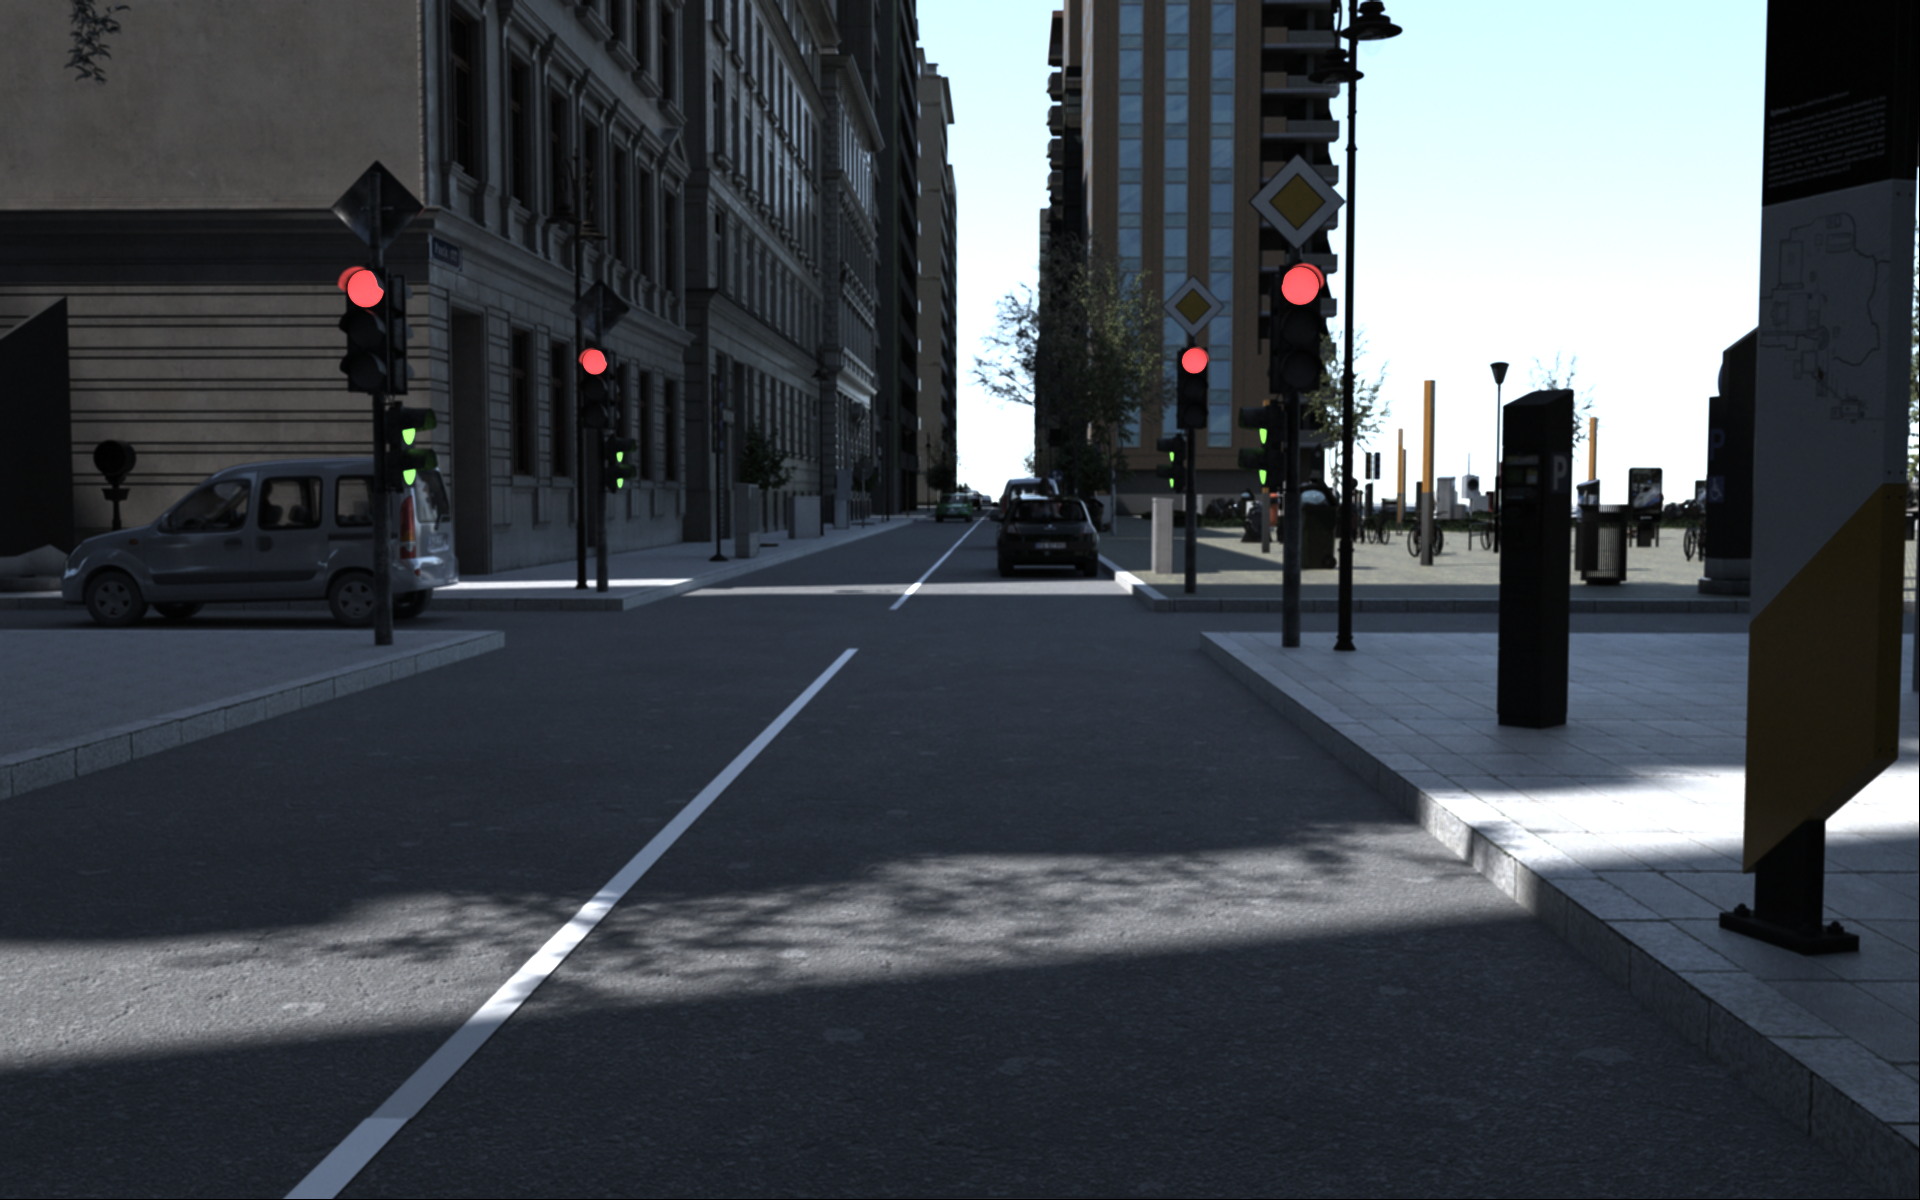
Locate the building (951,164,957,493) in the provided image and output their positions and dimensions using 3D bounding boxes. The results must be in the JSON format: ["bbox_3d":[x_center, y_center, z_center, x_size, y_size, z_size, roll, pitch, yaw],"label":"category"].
[{"bbox_3d":[-11.357,-37.807,241.850,21.300,48.544,21.600,0,4,2],"label":"building"}]

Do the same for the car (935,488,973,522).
[{"bbox_3d":[-0.292,-4.895,88.832,1.959,1.807,4.718,0,4,3],"label":"car"}]

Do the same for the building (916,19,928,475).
[{"bbox_3d":[-14.908,-32.349,148.509,23.786,49.044,30.456,0,4,2],"label":"building"}]

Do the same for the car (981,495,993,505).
[{"bbox_3d":[3.355,-13.484,232.818,2.083,1.381,4.827,0,4,2],"label":"car"}]

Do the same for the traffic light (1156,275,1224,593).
[{"bbox_3d":[2.981,-2.050,22.433,0.839,4.253,0.868,0,4,2],"label":"traffic light"}]

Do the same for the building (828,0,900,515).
[{"bbox_3d":[-11.138,-25.749,104.585,14.154,41.232,14.086,0,4,2],"label":"building"}]

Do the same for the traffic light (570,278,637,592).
[{"bbox_3d":[-4.678,-2.061,22.623,0.839,4.253,0.868,0,4,2],"label":"traffic light"}]

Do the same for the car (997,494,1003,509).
[{"bbox_3d":[4.637,-9.693,168.267,2.009,1.686,4.222,0,4,1],"label":"car"}]

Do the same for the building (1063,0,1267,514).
[{"bbox_3d":[15.090,-29.632,134.602,14.600,45.320,14.200,0,4,2],"label":"building"}]

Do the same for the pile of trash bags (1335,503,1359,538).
[{"bbox_3d":[10.620,-2.486,50.398,1.912,1.369,3.447,1,4,12],"label":"pile of trash bags"}]

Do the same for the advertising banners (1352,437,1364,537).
[{"bbox_3d":[12.053,-3.457,52.706,0.090,3.025,2.074,0,4,3],"label":"advertising banners"}]

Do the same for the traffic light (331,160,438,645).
[{"bbox_3d":[-4.893,-1.573,14.641,0.839,4.253,0.868,0,4,2],"label":"traffic light"}]

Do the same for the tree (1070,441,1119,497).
[{"bbox_3d":[4.569,-4.074,61.214,1.663,3.219,1.824,0,3,0],"label":"tree"}]

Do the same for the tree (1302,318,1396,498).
[{"bbox_3d":[16.149,-7.527,73.427,4.737,8.622,4.395,0,3,0],"label":"tree"}]

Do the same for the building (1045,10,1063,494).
[{"bbox_3d":[18.948,-30.736,157.163,22.147,44.769,28.867,0,4,2],"label":"building"}]

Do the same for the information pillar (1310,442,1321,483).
[{"bbox_3d":[16.054,-5.309,78.159,0.504,3.616,0.183,0,4,-8],"label":"information pillar"}]

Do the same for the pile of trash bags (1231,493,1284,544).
[{"bbox_3d":[8.336,-2.205,45.812,1.912,1.369,3.447,1,4,13],"label":"pile of trash bags"}]

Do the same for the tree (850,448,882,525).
[{"bbox_3d":[-4.118,-4.797,73.026,1.663,3.219,1.824,0,3,0],"label":"tree"}]

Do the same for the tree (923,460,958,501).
[{"bbox_3d":[-1.880,-11.198,166.807,4.285,4.588,4.351,0,3,0],"label":"tree"}]

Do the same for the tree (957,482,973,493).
[{"bbox_3d":[0.757,-15.425,246.793,1.663,3.219,1.824,0,3,0],"label":"tree"}]

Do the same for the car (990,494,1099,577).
[{"bbox_3d":[1.549,-1.323,31.416,2.009,1.686,4.222,0,4,0],"label":"car"}]

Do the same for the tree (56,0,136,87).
[{"bbox_3d":[-6.154,-5.951,7.670,12.009,13.543,11.850,0,3,0],"label":"tree"}]

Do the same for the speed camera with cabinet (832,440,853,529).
[{"bbox_3d":[-4.361,-4.248,63.792,0.660,3.252,2.038,-1,4,-8],"label":"speed camera with cabinet"}]

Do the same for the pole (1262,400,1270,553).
[{"bbox_3d":[6.675,-2.684,37.718,0.158,3.312,0.155,0,3,0],"label":"pole"}]

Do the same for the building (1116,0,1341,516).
[{"bbox_3d":[14.620,-27.843,105.352,14.600,45.320,14.200,0,4,2],"label":"building"}]

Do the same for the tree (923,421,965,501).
[{"bbox_3d":[-1.928,-13.562,172.102,4.360,8.622,3.978,0,3,0],"label":"tree"}]

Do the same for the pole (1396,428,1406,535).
[{"bbox_3d":[13.644,-3.661,53.704,0.158,3.312,0.155,0,3,0],"label":"pole"}]

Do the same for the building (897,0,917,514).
[{"bbox_3d":[-14.246,-30.509,122.518,21.300,48.544,21.600,0,4,2],"label":"building"}]

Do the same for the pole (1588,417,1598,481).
[{"bbox_3d":[16.790,-3.190,46.001,0.158,3.312,0.155,0,3,0],"label":"pole"}]

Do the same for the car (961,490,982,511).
[{"bbox_3d":[0.847,-8.801,152.563,2.281,1.827,5.304,0,4,2],"label":"car"}]

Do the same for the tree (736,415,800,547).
[{"bbox_3d":[-5.015,-2.924,42.417,1.663,3.219,1.824,0,3,0],"label":"tree"}]

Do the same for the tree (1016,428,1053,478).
[{"bbox_3d":[8.272,-14.397,185.760,4.360,8.622,3.978,0,3,0],"label":"tree"}]

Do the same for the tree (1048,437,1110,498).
[{"bbox_3d":[6.144,-6.534,90.545,4.285,4.588,4.351,0,3,0],"label":"tree"}]

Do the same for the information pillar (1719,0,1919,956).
[{"bbox_3d":[2.410,-0.823,4.806,0.183,3.616,0.504,-1,4,-17],"label":"information pillar"}]

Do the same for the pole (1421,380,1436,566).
[{"bbox_3d":[8.381,-2.272,30.998,0.158,3.312,0.155,0,3,0],"label":"pole"}]

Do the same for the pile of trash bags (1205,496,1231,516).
[{"bbox_3d":[14.367,-4.973,91.065,1.912,1.369,3.447,3,5,39],"label":"pile of trash bags"}]

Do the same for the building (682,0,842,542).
[{"bbox_3d":[-13.509,-13.856,59.832,16.112,22.955,30.059,0,4,2],"label":"building"}]

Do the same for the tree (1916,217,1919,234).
[{"bbox_3d":[23.568,-5.552,41.146,4.737,8.622,4.395,0,3,0],"label":"tree"}]

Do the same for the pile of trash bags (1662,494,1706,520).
[{"bbox_3d":[31.698,-4.066,76.227,3.447,1.369,1.912,-2,4,-26],"label":"pile of trash bags"}]

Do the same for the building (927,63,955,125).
[{"bbox_3d":[-15.325,-38.415,217.317,28.713,52.752,27.495,0,4,2],"label":"building"}]

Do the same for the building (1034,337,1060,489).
[{"bbox_3d":[22.787,-21.963,204.142,27.650,21.520,28.899,0,4,2],"label":"building"}]

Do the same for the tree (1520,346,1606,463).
[{"bbox_3d":[30.008,-8.369,87.189,4.360,8.622,3.978,0,3,0],"label":"tree"}]

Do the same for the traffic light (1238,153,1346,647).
[{"bbox_3d":[2.766,-1.561,14.451,0.839,4.253,0.868,0,4,2],"label":"traffic light"}]

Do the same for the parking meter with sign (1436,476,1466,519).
[{"bbox_3d":[20.444,-4.684,72.852,1.738,3.016,0.543,3,5,42],"label":"parking meter with sign"}]

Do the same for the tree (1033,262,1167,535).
[{"bbox_3d":[4.630,-6.352,54.215,4.737,8.622,4.395,0,3,0],"label":"tree"}]

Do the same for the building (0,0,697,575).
[{"bbox_3d":[-12.343,-12.115,34.245,11.583,22.565,21.152,0,4,2],"label":"building"}]

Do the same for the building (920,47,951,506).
[{"bbox_3d":[-12.348,-34.811,192.855,21.300,48.544,21.600,0,4,2],"label":"building"}]

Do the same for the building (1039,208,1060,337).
[{"bbox_3d":[18.311,-34.586,249.077,14.154,41.232,14.086,0,4,2],"label":"building"}]

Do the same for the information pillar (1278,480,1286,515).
[{"bbox_3d":[16.608,-5.192,89.374,0.304,2.012,0.304,2,4,26],"label":"information pillar"}]

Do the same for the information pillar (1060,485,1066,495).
[{"bbox_3d":[5.702,-5.602,96.081,0.304,2.012,0.304,-1,4,-9],"label":"information pillar"}]

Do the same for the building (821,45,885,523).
[{"bbox_3d":[-9.885,-15.645,84.681,11.050,23.489,19.941,0,4,2],"label":"building"}]

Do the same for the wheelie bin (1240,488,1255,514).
[{"bbox_3d":[14.267,-4.774,85.967,0.693,1.594,0.980,0,4,0],"label":"wheelie bin"}]

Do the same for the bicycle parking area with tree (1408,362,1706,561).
[{"bbox_3d":[14.068,-3.030,36.539,8.231,4.147,9.016,3,5,44],"label":"bicycle parking area with tree"}]

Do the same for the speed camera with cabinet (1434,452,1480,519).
[{"bbox_3d":[23.329,-5.321,81.339,2.038,3.252,0.660,-1,4,-10],"label":"speed camera with cabinet"}]

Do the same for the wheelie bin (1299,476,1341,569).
[{"bbox_3d":[6.093,-1.332,29.679,0.693,1.594,0.980,0,4,-4],"label":"wheelie bin"}]

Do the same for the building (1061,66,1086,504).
[{"bbox_3d":[14.053,-21.333,120.502,14.160,30.474,14.107,0,4,2],"label":"building"}]
